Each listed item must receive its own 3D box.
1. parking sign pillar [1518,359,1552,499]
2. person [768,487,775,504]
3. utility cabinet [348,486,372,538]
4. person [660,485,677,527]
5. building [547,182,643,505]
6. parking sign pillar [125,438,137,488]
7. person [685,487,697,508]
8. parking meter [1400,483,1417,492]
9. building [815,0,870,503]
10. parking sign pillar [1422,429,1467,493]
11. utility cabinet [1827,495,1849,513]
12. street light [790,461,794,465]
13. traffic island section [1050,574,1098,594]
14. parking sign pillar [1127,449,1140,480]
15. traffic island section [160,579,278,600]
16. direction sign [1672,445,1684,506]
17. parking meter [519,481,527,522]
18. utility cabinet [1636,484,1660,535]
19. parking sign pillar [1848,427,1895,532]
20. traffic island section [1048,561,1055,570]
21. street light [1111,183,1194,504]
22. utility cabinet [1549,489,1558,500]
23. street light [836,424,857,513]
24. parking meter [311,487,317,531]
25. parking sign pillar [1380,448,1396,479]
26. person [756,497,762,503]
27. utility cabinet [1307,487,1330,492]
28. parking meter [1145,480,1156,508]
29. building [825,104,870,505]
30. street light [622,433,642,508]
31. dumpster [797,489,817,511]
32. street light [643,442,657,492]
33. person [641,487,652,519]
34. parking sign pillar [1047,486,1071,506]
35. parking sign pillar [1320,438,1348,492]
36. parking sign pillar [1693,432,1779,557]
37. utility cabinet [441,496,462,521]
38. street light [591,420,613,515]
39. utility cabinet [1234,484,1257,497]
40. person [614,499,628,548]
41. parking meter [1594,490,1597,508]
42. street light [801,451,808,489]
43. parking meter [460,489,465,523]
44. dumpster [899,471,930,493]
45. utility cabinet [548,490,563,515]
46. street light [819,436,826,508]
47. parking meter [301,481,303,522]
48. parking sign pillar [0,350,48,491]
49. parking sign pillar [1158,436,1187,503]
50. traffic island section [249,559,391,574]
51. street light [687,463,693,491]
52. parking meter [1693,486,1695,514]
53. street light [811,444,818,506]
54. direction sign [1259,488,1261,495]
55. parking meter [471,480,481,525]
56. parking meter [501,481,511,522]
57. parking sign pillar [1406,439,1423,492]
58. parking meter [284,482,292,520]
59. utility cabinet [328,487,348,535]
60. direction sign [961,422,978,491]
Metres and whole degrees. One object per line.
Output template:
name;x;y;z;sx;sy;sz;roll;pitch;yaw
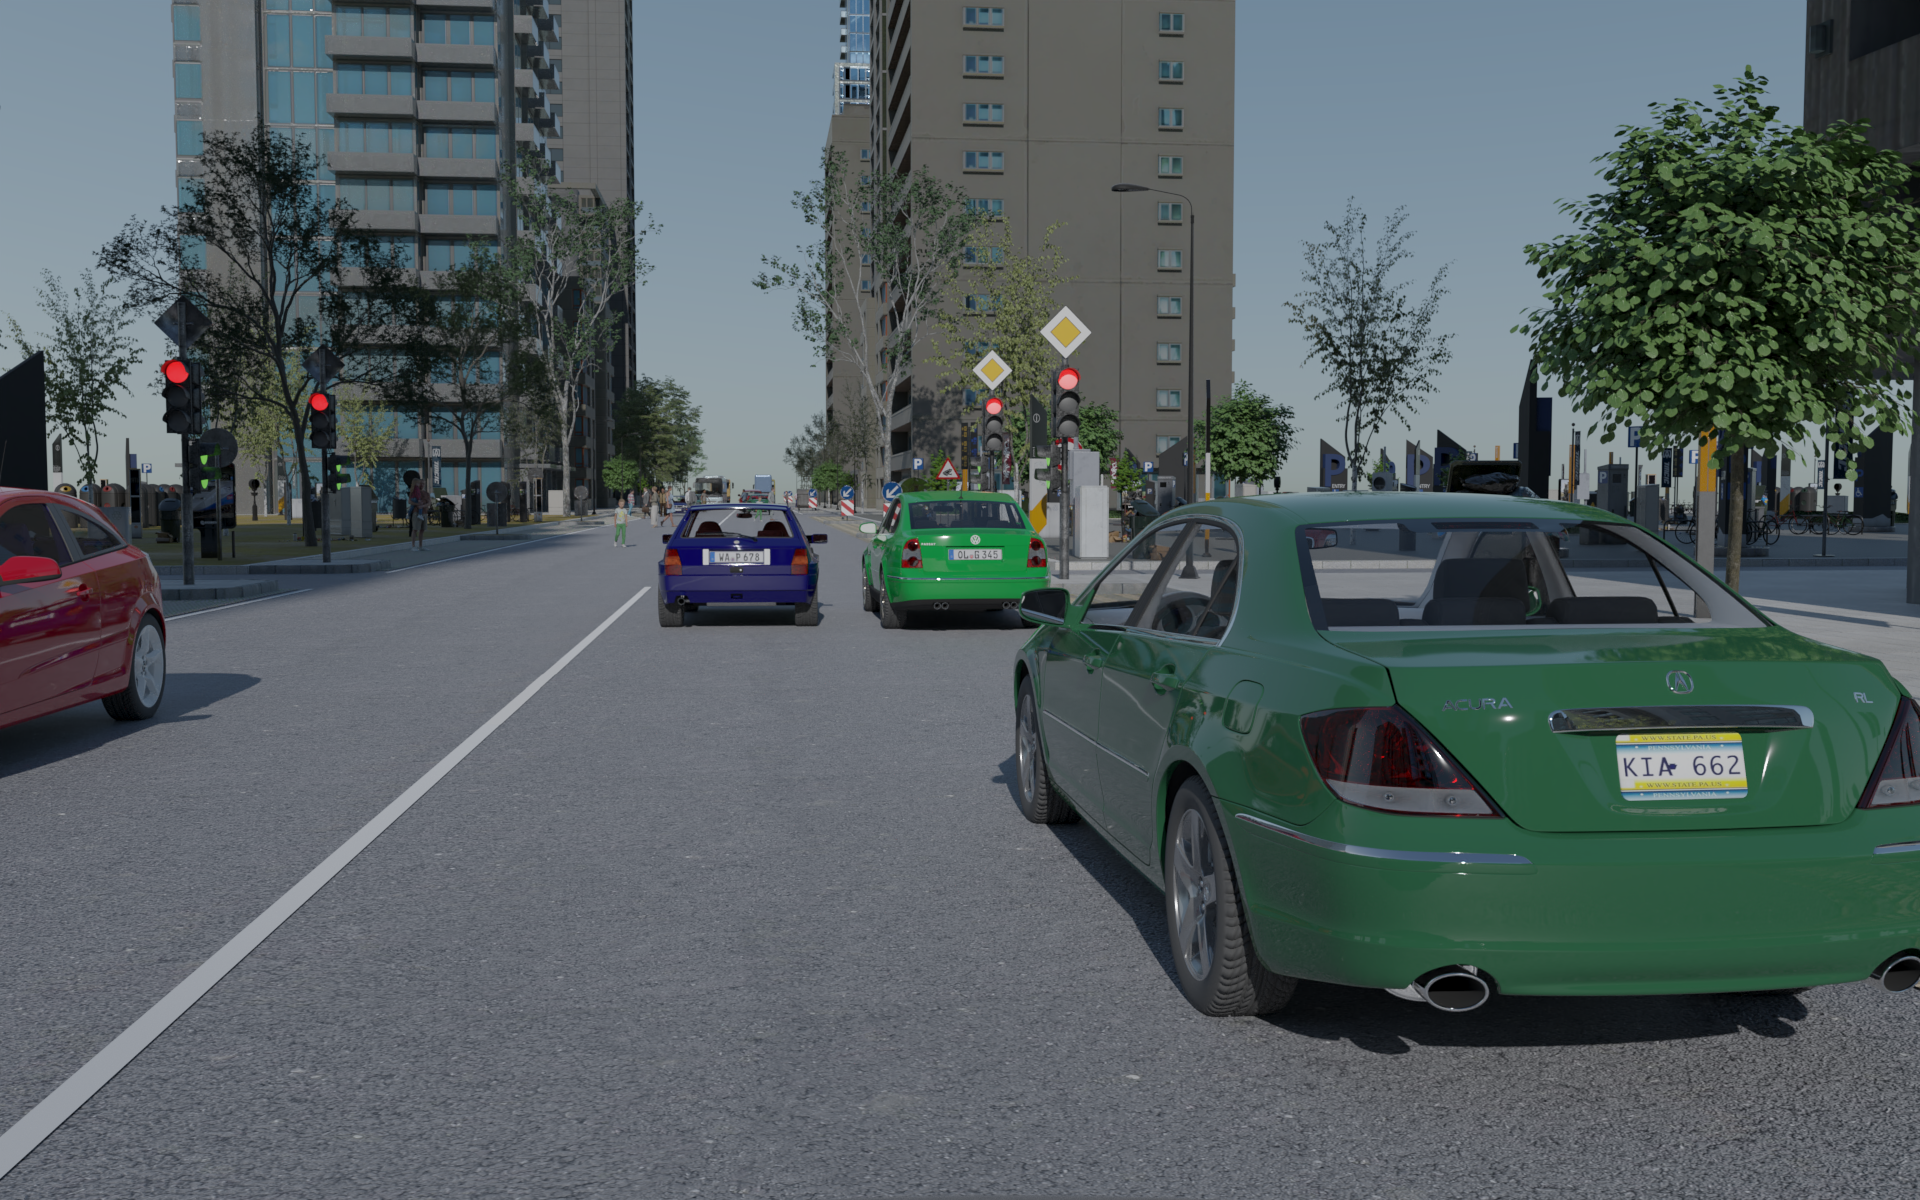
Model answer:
parking sign pillar;11.674;-2.862;35.258;1.447;3.967;1.447;1;4;9
person;-10.235;-5.244;94.335;0.391;1.810;0.635;0;4;2
utility cabinet;-17.551;-2.577;50.805;0.318;1.500;1.173;-2;4;-34
person;-12.740;-4.103;75.677;0.778;1.811;0.616;1;4;9
building;-53.905;-31.224;202.386;32.217;40.220;23.993;0;4;-7
parking sign pillar;-40.051;-5.824;83.691;1.447;3.967;1.447;-2;4;-28
person;-15.179;-5.455;97.782;0.679;1.850;0.850;-1;4;-17
parking meter;10.172;-1.891;39.331;0.372;1.533;0.369;0;3;0
building;-9.527;-57.438;251.787;22.319;86.520;31.000;0;4;-7
parking sign pillar;20.271;-5.091;71.716;1.447;3.967;1.447;3;5;45
utility cabinet;40.864;-4.257;80.770;0.306;1.237;1.020;-2;4;-30
street light;-22.855;-16.583;243.670;1.470;5.913;1.316;0;4;-7
traffic island section;1.591;-0.232;26.070;2.009;0.180;2.903;0;4;-7
parking sign pillar;10.158;-6.980;102.602;1.447;3.967;1.447;-2;4;-27
traffic island section;-10.963;-0.141;24.586;2.009;0.180;2.903;0;4;-7
direction sign;33.538;-5.441;80.959;0.876;3.537;0.379;-3;4;-38
parking meter;-19.853;-4.466;78.730;0.255;1.863;0.399;0;4;0
utility cabinet;15.196;-1.813;38.323;0.318;1.500;1.173;1;4;13
parking sign pillar;31.062;-4.308;58.914;1.447;3.967;1.447;-1;4;-22
traffic island section;0.647;-0.717;33.999;2.009;0.180;2.903;0;4;-7
street light;2.952;-3.276;26.105;1.470;5.913;1.316;0;4;-7
utility cabinet;28.074;-4.484;81.987;1.173;1.500;0.318;1;4;21
street light;-7.531;-8.711;114.972;1.470;5.913;1.316;0;4;-7
parking meter;-22.458;-3.147;59.870;0.372;1.533;0.369;0;3;0
parking sign pillar;25.287;-6.966;102.368;1.447;3.967;1.447;3;5;39
person;-10.415;-4.698;89.567;0.590;1.304;0.306;2;4;35
utility cabinet;11.179;-2.771;53.977;0.318;1.500;1.173;2;4;33
parking meter;7.927;-4.059;72.081;0.399;1.863;0.255;1;4;18
building;-5.432;-36.026;212.723;21.300;48.544;21.600;0;4;-7
street light;-25.083;-9.719;131.449;1.470;5.913;1.316;0;4;-7
dumpster;-13.234;-8.663;149.852;1.865;1.857;1.264;0;4;-7
street light;-27.962;-11.130;154.518;1.470;5.913;1.316;0;4;-7
person;-18.114;-5.608;100.158;0.822;1.834;0.622;-3;4;-36
parking sign pillar;5.561;-6.635;96.948;1.447;3.967;1.447;-1;4;-14
parking sign pillar;18.133;-5.845;84.037;1.447;3.967;1.447;-1;4;-15
parking sign pillar;16.072;-2.906;35.983;1.447;3.967;1.447;1;4;18
utility cabinet;-22.262;-3.957;75.865;0.306;1.237;1.020;2;4;24
street light;-22.348;-8.299;108.229;1.470;5.913;1.316;0;4;-7
utility cabinet;6.197;-1.766;37.561;0.318;1.500;1.173;0;4;0
person;-9.122;-2.066;46.525;0.306;1.304;0.590;-2;4;-35
parking meter;25.074;-3.640;67.918;0.372;1.533;0.369;0;3;0
street light;-15.869;-12.976;184.698;1.470;5.913;1.316;0;4;-7
parking meter;-21.616;-4.110;75.609;0.372;1.533;0.369;0;3;0
dumpster;-1.951;-4.329;73.278;1.502;2.255;1.985;0;4;-7
utility cabinet;-24.287;-5.883;104.859;1.173;1.500;0.318;0;4;3
street light;-10.321;-10.137;138.288;1.470;5.913;1.316;0;4;-7
parking meter;-29.647;-4.459;78.613;0.255;1.863;0.399;2;4;24
parking sign pillar;-17.624;-2.665;32.051;1.447;3.967;1.447;2;4;28
parking sign pillar;9.841;-5.608;80.164;1.447;3.967;1.447;0;4;2
traffic island section;-11.907;-0.626;32.516;2.009;0.180;2.903;0;4;-7
street light;-37.766;-16.186;237.183;1.470;5.913;1.316;0;4;-7
parking meter;46.001;-6.268;108.191;0.399;1.863;0.255;0;4;3
street light;-13.168;-11.564;161.608;1.470;5.913;1.316;0;4;-7
direction sign;9.855;-3.969;56.886;0.379;3.537;0.876;1;4;20
parking meter;-20.375;-4.106;72.850;0.255;1.863;0.399;1;4;18
parking meter;-20.541;-4.442;78.331;0.399;1.863;0.255;1;4;13
parking sign pillar;22.481;-5.891;84.788;1.447;3.967;1.447;1;4;14
parking meter;-32.972;-4.849;84.994;0.255;1.863;0.399;0;4;3
utility cabinet;-19.323;-2.762;53.830;0.318;1.500;1.173;-3;5;-41
direction sign;0.295;-3.837;54.724;0.379;3.537;0.876;-2;4;-34
